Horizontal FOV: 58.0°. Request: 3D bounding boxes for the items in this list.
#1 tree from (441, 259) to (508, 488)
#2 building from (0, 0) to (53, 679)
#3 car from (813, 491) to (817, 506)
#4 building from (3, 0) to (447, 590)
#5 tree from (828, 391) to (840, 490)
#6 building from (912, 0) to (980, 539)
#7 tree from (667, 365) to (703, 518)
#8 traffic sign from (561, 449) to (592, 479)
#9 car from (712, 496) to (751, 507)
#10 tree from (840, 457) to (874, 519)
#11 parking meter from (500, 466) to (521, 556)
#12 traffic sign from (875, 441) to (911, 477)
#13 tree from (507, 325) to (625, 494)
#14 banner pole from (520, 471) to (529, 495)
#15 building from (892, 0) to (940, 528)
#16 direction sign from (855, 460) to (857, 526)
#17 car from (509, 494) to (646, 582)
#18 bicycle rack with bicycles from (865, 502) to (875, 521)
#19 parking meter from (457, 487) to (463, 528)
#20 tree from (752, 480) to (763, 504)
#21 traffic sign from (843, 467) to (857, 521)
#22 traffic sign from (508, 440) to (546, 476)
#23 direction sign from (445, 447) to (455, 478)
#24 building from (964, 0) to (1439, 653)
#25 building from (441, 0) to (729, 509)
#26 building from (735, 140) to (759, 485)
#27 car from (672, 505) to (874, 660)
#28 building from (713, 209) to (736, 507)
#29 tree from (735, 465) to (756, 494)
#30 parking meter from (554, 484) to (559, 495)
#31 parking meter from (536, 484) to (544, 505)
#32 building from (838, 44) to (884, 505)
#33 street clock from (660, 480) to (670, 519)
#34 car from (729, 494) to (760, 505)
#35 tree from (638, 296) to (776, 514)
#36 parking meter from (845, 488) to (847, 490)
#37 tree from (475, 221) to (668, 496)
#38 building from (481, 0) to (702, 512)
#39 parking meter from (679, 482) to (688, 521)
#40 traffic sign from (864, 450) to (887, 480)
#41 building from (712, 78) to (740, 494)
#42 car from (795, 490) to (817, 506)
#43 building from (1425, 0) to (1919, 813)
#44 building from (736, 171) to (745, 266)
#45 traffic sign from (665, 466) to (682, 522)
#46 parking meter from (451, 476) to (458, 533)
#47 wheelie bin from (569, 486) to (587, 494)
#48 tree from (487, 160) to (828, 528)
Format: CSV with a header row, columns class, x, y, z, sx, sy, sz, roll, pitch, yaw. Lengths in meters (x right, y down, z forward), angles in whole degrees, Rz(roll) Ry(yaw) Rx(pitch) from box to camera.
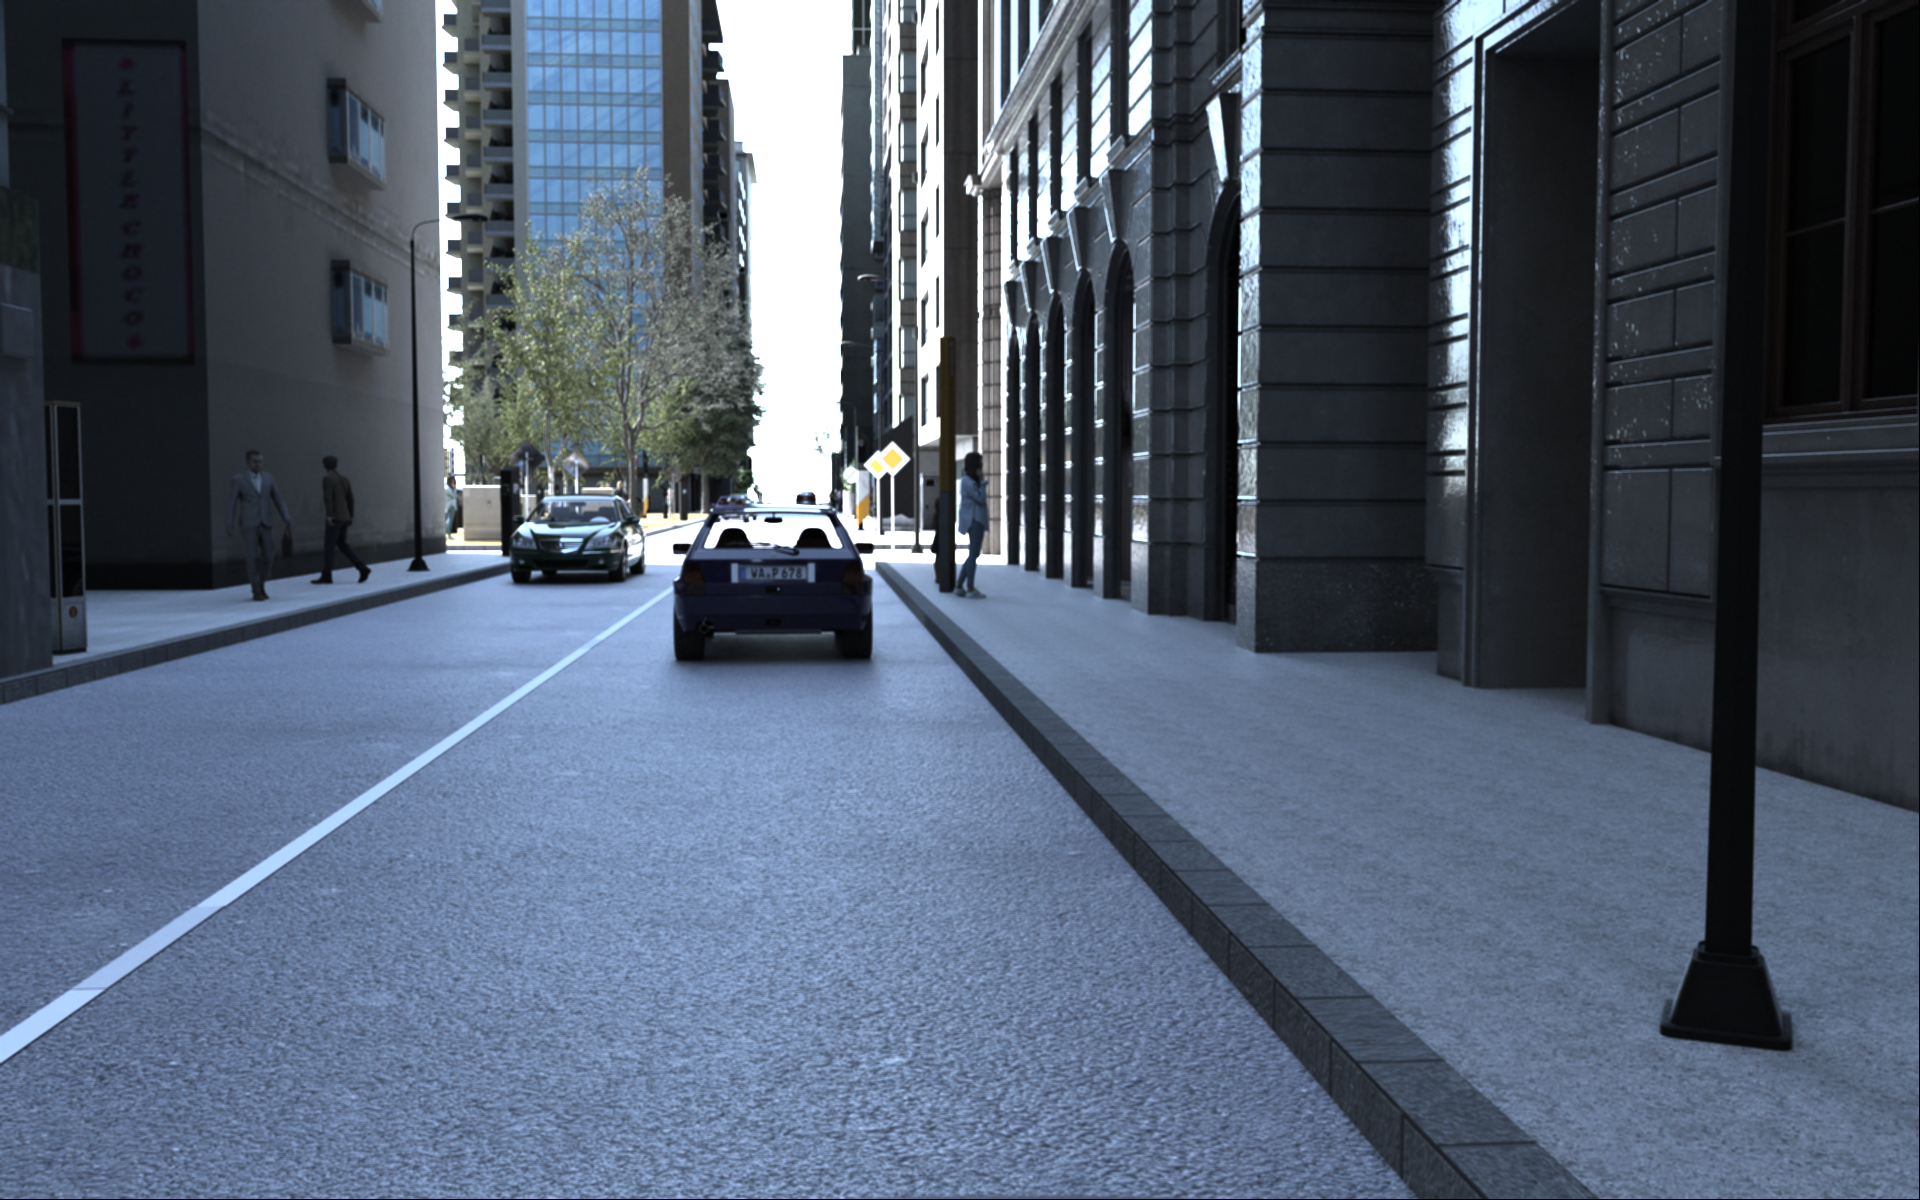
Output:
class,x,y,z,sx,sy,sz,roll,pitch,yaw
tree,-16.377,-6.224,52.122,4.360,8.622,3.978,0,3,0
building,-13.130,-19.607,4.175,14.154,41.232,14.086,0,4,-5
car,-18.761,-12.562,214.061,2.281,1.827,5.304,0,4,-6
building,-20.842,-24.553,25.141,21.600,48.544,21.300,0,4,-5
tree,-14.590,-17.968,204.144,12.009,13.543,11.850,0,3,0
building,6.025,-17.085,51.040,14.107,30.474,14.160,0,4,-5
tree,-15.997,-8.777,93.867,4.737,8.622,4.395,0,3,0
traffic sign,-10.005,-2.629,45.175,0.795,2.593,0.064,0,4,-5
car,-11.467,-4.555,87.047,1.945,1.354,3.894,0,4,-6
tree,-5.625,-5.904,91.130,1.663,3.219,1.824,0,3,0
parking meter,-9.301,-1.843,35.847,0.255,1.863,0.399,1,4,19
traffic sign,-1.450,-2.183,37.877,0.795,2.593,0.064,0,4,-5
tree,-16.527,-7.532,73.504,4.360,8.622,3.978,0,3,0
banner pole,-21.877,-5.922,86.843,0.863,3.779,0.401,-1,4,-22
building,4.160,-23.684,70.820,14.154,41.232,14.086,0,4,-5
direction sign,-4.072,-4.772,70.024,0.379,3.537,0.876,1,4,10
car,-6.493,-1.098,29.743,2.131,1.459,4.920,0,4,-4
bicycle rack with bicycles,-3.524,-4.286,83.463,2.852,0.926,2.925,3,4,39
parking meter,-20.649,-3.866,71.627,0.372,1.533,0.369,0,3,0
tree,-27.215,-14.570,232.818,1.663,3.219,1.824,0,3,0
traffic sign,-5.121,-4.980,81.523,0.768,2.556,0.104,0,4,-4
traffic sign,-9.317,-2.142,37.220,0.795,2.593,0.064,0,4,-5
direction sign,-24.769,-5.633,84.102,0.876,3.537,0.379,3,5,39
building,7.231,-11.222,25.287,13.314,21.916,24.055,0,4,-5
building,-31.283,-30.117,147.039,22.147,44.769,28.867,0,4,-5
building,-44.888,-41.041,260.260,28.713,52.752,27.495,0,4,-5
car,-1.759,-0.231,16.358,1.945,1.354,3.894,0,4,-6
building,-29.722,-24.324,169.394,14.160,30.474,14.107,0,4,-5
tree,-24.614,-12.952,195.473,4.285,4.588,4.351,0,3,0
parking meter,-23.092,-5.703,98.955,0.255,1.863,0.399,2,4,24
parking meter,-23.623,-5.613,97.487,0.399,1.863,0.255,1,4,17
building,-2.058,-34.335,185.076,21.300,48.544,21.600,0,4,-5
street clock,-15.310,-5.220,89.921,0.358,2.002,0.471,3,5,39
car,-12.175,-5.153,96.045,2.131,1.459,4.920,0,4,-6
tree,-16.302,-12.490,110.875,9.857,13.997,8.962,0,3,0
parking meter,-7.765,-6.988,119.960,0.399,1.863,0.255,-1,4,-17
tree,-11.036,-5.950,47.649,4.737,8.622,4.395,0,3,0
building,-26.039,-29.094,125.790,14.600,45.320,14.200,0,4,-5
parking meter,-13.313,-4.754,83.442,0.399,1.863,0.255,-3,4,-37
traffic sign,-2.139,-2.669,45.833,0.795,2.593,0.064,0,4,-5
building,-30.861,-32.600,183.122,14.600,45.320,14.200,0,4,-5
car,-15.574,-10.164,174.852,2.281,1.827,5.304,0,4,-4
building,9.162,-10.166,2.365,11.583,22.565,21.152,0,4,-5
building,-40.199,-37.440,231.748,23.786,49.044,30.456,0,4,-5
traffic sign,-13.014,-4.806,78.679,0.768,2.556,0.104,0,4,0
parking meter,-16.633,-3.122,56.758,0.255,1.863,0.399,0,4,-6
wheelie bin,-14.895,-3.650,67.589,0.980,1.594,0.693,0,4,6
tree,-12.270,-9.426,64.482,12.009,13.543,11.850,0,3,0
